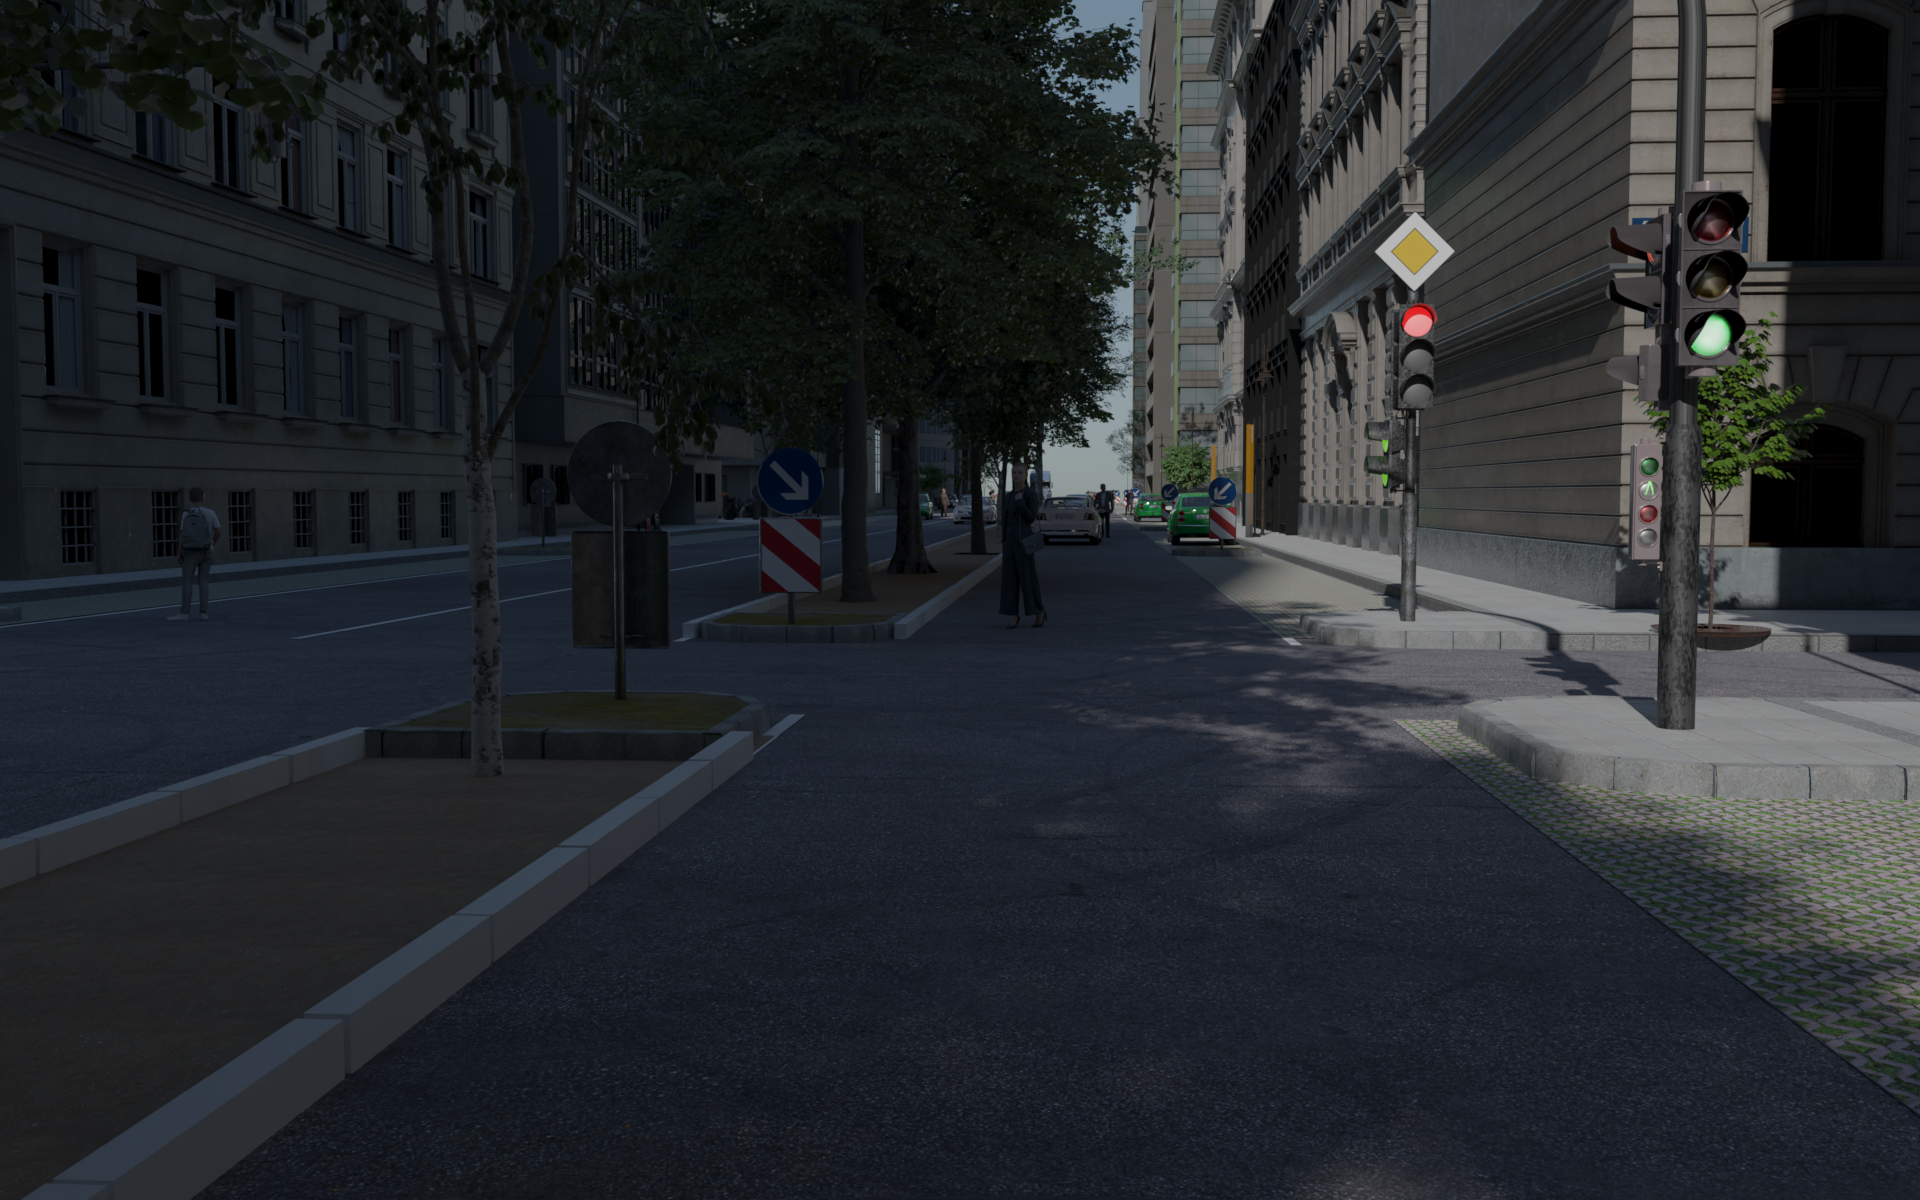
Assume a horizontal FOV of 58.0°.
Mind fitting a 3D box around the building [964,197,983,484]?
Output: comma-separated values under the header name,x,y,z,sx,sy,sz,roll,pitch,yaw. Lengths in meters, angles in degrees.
name,x,y,z,sx,sy,sz,roll,pitch,yaw
building,-8.342,-35.453,234.285,22.147,44.769,28.867,0,4,4

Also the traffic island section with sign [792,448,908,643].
name,x,y,z,sx,sy,sz,roll,pitch,yaw
traffic island section with sign,-1.609,-0.580,17.614,2.006,1.907,1.989,0,4,4

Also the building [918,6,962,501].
name,x,y,z,sx,sy,sz,roll,pitch,yaw
building,-11.284,-39.706,191.188,21.231,58.520,28.212,0,4,4

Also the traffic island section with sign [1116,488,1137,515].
name,x,y,z,sx,sy,sz,roll,pitch,yaw
traffic island section with sign,11.706,-6.593,116.423,1.989,1.847,2.006,0,4,4

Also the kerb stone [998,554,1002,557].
name,x,y,z,sx,sy,sz,roll,pitch,yaw
kerb stone,0.762,-0.778,34.964,0.120,0.150,1.000,0,4,4

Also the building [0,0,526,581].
name,x,y,z,sx,sy,sz,roll,pitch,yaw
building,-20.497,-12.241,33.419,16.112,22.955,30.059,0,4,4

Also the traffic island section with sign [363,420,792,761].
name,x,y,z,sx,sy,sz,roll,pitch,yaw
traffic island section with sign,-2.177,-0.128,10.228,2.006,1.907,1.989,0,4,4

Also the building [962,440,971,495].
name,x,y,z,sx,sy,sz,roll,pitch,yaw
building,-6.171,-26.981,212.839,14.160,30.474,14.107,0,4,4

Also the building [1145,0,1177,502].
name,x,y,z,sx,sy,sz,roll,pitch,yaw
building,27.846,-32.535,155.654,21.300,48.544,21.600,0,4,4

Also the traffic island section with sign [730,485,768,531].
name,x,y,z,sx,sy,sz,roll,pitch,yaw
traffic island section with sign,-7.904,-3.643,68.188,1.989,1.847,2.006,0,4,4

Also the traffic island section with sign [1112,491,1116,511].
name,x,y,z,sx,sy,sz,roll,pitch,yaw
traffic island section with sign,13.760,-8.261,143.696,1.989,1.847,2.006,0,4,4

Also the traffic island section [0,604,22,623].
name,x,y,z,sx,sy,sz,roll,pitch,yaw
traffic island section,-11.650,0.218,18.715,2.009,0.180,2.903,0,4,4

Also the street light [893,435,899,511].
name,x,y,z,sx,sy,sz,roll,pitch,yaw
street light,-4.923,-9.847,133.778,0.468,5.910,1.993,0,4,4

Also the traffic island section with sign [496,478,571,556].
name,x,y,z,sx,sy,sz,roll,pitch,yaw
traffic island section with sign,-9.980,-1.975,40.927,1.989,1.847,2.006,0,4,4

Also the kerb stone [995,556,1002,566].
name,x,y,z,sx,sy,sz,roll,pitch,yaw
kerb stone,0.679,-0.716,33.945,0.120,0.150,1.000,0,4,4

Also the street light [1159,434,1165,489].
name,x,y,z,sx,sy,sz,roll,pitch,yaw
street light,15.097,-9.596,129.686,0.468,5.910,1.993,0,4,4

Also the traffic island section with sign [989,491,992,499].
name,x,y,z,sx,sy,sz,roll,pitch,yaw
traffic island section with sign,4.155,-13.398,227.682,1.989,1.847,2.006,0,4,4

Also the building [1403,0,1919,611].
name,x,y,z,sx,sy,sz,roll,pitch,yaw
building,24.570,-12.435,22.405,34.723,24.649,14.460,0,4,4

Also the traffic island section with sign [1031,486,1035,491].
name,x,y,z,sx,sy,sz,roll,pitch,yaw
traffic island section with sign,4.047,-5.162,92.540,2.006,1.907,1.989,0,4,4

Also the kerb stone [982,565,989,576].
name,x,y,z,sx,sy,sz,roll,pitch,yaw
kerb stone,0.371,-0.469,29.857,0.120,0.150,1.000,0,4,4

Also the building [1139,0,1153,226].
name,x,y,z,sx,sy,sz,roll,pitch,yaw
building,31.950,-40.708,207.582,21.231,58.520,28.212,0,4,4

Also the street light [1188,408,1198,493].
name,x,y,z,sx,sy,sz,roll,pitch,yaw
street light,12.277,-7.258,91.461,0.468,5.910,1.993,0,4,4

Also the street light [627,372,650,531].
name,x,y,z,sx,sy,sz,roll,pitch,yaw
street light,-10.697,-5.182,57.506,0.468,5.910,1.993,0,4,4

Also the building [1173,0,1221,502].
name,x,y,z,sx,sy,sz,roll,pitch,yaw
building,20.296,-25.886,106.837,14.154,41.232,14.086,0,4,4

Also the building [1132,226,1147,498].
name,x,y,z,sx,sy,sz,roll,pitch,yaw
building,25.720,-25.445,187.727,14.160,30.474,14.107,0,4,4

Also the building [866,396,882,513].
name,x,y,z,sx,sy,sz,roll,pitch,yaw
building,-16.582,-49.558,122.940,22.319,86.520,31.000,0,4,4

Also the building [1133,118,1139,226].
name,x,y,z,sx,sy,sz,roll,pitch,yaw
building,37.694,-39.548,235.851,28.713,52.752,27.495,0,4,4

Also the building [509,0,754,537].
name,x,y,z,sx,sy,sz,roll,pitch,yaw
building,-17.412,-14.954,63.561,14.314,24.678,30.058,0,4,4

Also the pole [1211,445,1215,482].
name,x,y,z,sx,sy,sz,roll,pitch,yaw
pole,10.601,-4.812,72.518,0.158,3.312,0.155,0,3,0

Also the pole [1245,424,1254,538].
name,x,y,z,sx,sy,sz,roll,pitch,yaw
pole,8.508,-3.488,50.865,0.158,3.312,0.155,0,3,0

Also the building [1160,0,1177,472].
name,x,y,z,sx,sy,sz,roll,pitch,yaw
building,27.308,-31.133,128.638,23.786,49.044,30.456,0,4,4

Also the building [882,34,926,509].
name,x,y,z,sx,sy,sz,roll,pitch,yaw
building,-17.619,-34.513,153.523,28.713,52.752,27.495,0,4,4

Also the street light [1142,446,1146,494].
name,x,y,z,sx,sy,sz,roll,pitch,yaw
street light,17.858,-11.922,167.706,0.468,5.910,1.993,0,4,4

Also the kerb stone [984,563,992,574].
name,x,y,z,sx,sy,sz,roll,pitch,yaw
kerb stone,0.445,-0.518,30.877,0.120,0.150,1.000,0,4,4

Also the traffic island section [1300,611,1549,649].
name,x,y,z,sx,sy,sz,roll,pitch,yaw
traffic island section,4.545,0.293,17.490,2.009,0.180,2.903,0,4,4

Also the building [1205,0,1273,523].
name,x,y,z,sx,sy,sz,roll,pitch,yaw
building,18.924,-17.886,79.819,14.401,28.519,23.554,0,4,4

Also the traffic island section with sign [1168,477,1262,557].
name,x,y,z,sx,sy,sz,roll,pitch,yaw
traffic island section with sign,5.946,-1.940,40.350,1.989,1.847,2.006,0,4,4

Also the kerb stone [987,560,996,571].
name,x,y,z,sx,sy,sz,roll,pitch,yaw
kerb stone,0.528,-0.594,31.900,0.120,0.150,1.000,0,4,4

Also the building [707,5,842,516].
name,x,y,z,sx,sy,sz,roll,pitch,yaw
building,-14.411,-20.196,101.912,14.160,30.474,14.107,0,4,4

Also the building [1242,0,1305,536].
name,x,y,z,sx,sy,sz,roll,pitch,yaw
building,16.813,-14.100,60.214,12.332,23.373,15.834,0,4,4

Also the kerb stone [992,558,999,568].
name,x,y,z,sx,sy,sz,roll,pitch,yaw
kerb stone,0.607,-0.655,32.926,0.120,0.150,1.000,0,4,4

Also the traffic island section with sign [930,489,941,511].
name,x,y,z,sx,sy,sz,roll,pitch,yaw
traffic island section with sign,-2.138,-8.315,144.582,1.989,1.847,2.006,0,4,4

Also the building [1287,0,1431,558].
name,x,y,z,sx,sy,sz,roll,pitch,yaw
building,14.263,-13.033,41.960,11.050,23.489,19.941,0,4,4

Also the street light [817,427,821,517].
name,x,y,z,sx,sy,sz,roll,pitch,yaw
street light,-7.824,-7.494,95.311,0.468,5.910,1.993,0,4,4

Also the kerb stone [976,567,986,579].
name,x,y,z,sx,sy,sz,roll,pitch,yaw
kerb stone,0.295,-0.404,28.838,0.120,0.150,1.000,0,4,4

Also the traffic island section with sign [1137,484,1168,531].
name,x,y,z,sx,sy,sz,roll,pitch,yaw
traffic island section with sign,7.984,-3.584,67.229,1.989,1.847,2.006,0,4,4

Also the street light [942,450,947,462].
name,x,y,z,sx,sy,sz,roll,pitch,yaw
street light,-1.554,-12.565,178.220,0.468,5.910,1.993,0,4,4

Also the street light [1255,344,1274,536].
name,x,y,z,sx,sy,sz,roll,pitch,yaw
street light,9.369,-4.934,53.452,0.468,5.910,1.993,0,4,4

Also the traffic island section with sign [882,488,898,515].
name,x,y,z,sx,sy,sz,roll,pitch,yaw
traffic island section with sign,-4.179,-6.662,117.558,1.989,1.847,2.006,0,4,4

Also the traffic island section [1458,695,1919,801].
name,x,y,z,sx,sy,sz,roll,pitch,yaw
traffic island section,3.943,0.780,9.528,2.009,0.180,2.903,0,4,4
